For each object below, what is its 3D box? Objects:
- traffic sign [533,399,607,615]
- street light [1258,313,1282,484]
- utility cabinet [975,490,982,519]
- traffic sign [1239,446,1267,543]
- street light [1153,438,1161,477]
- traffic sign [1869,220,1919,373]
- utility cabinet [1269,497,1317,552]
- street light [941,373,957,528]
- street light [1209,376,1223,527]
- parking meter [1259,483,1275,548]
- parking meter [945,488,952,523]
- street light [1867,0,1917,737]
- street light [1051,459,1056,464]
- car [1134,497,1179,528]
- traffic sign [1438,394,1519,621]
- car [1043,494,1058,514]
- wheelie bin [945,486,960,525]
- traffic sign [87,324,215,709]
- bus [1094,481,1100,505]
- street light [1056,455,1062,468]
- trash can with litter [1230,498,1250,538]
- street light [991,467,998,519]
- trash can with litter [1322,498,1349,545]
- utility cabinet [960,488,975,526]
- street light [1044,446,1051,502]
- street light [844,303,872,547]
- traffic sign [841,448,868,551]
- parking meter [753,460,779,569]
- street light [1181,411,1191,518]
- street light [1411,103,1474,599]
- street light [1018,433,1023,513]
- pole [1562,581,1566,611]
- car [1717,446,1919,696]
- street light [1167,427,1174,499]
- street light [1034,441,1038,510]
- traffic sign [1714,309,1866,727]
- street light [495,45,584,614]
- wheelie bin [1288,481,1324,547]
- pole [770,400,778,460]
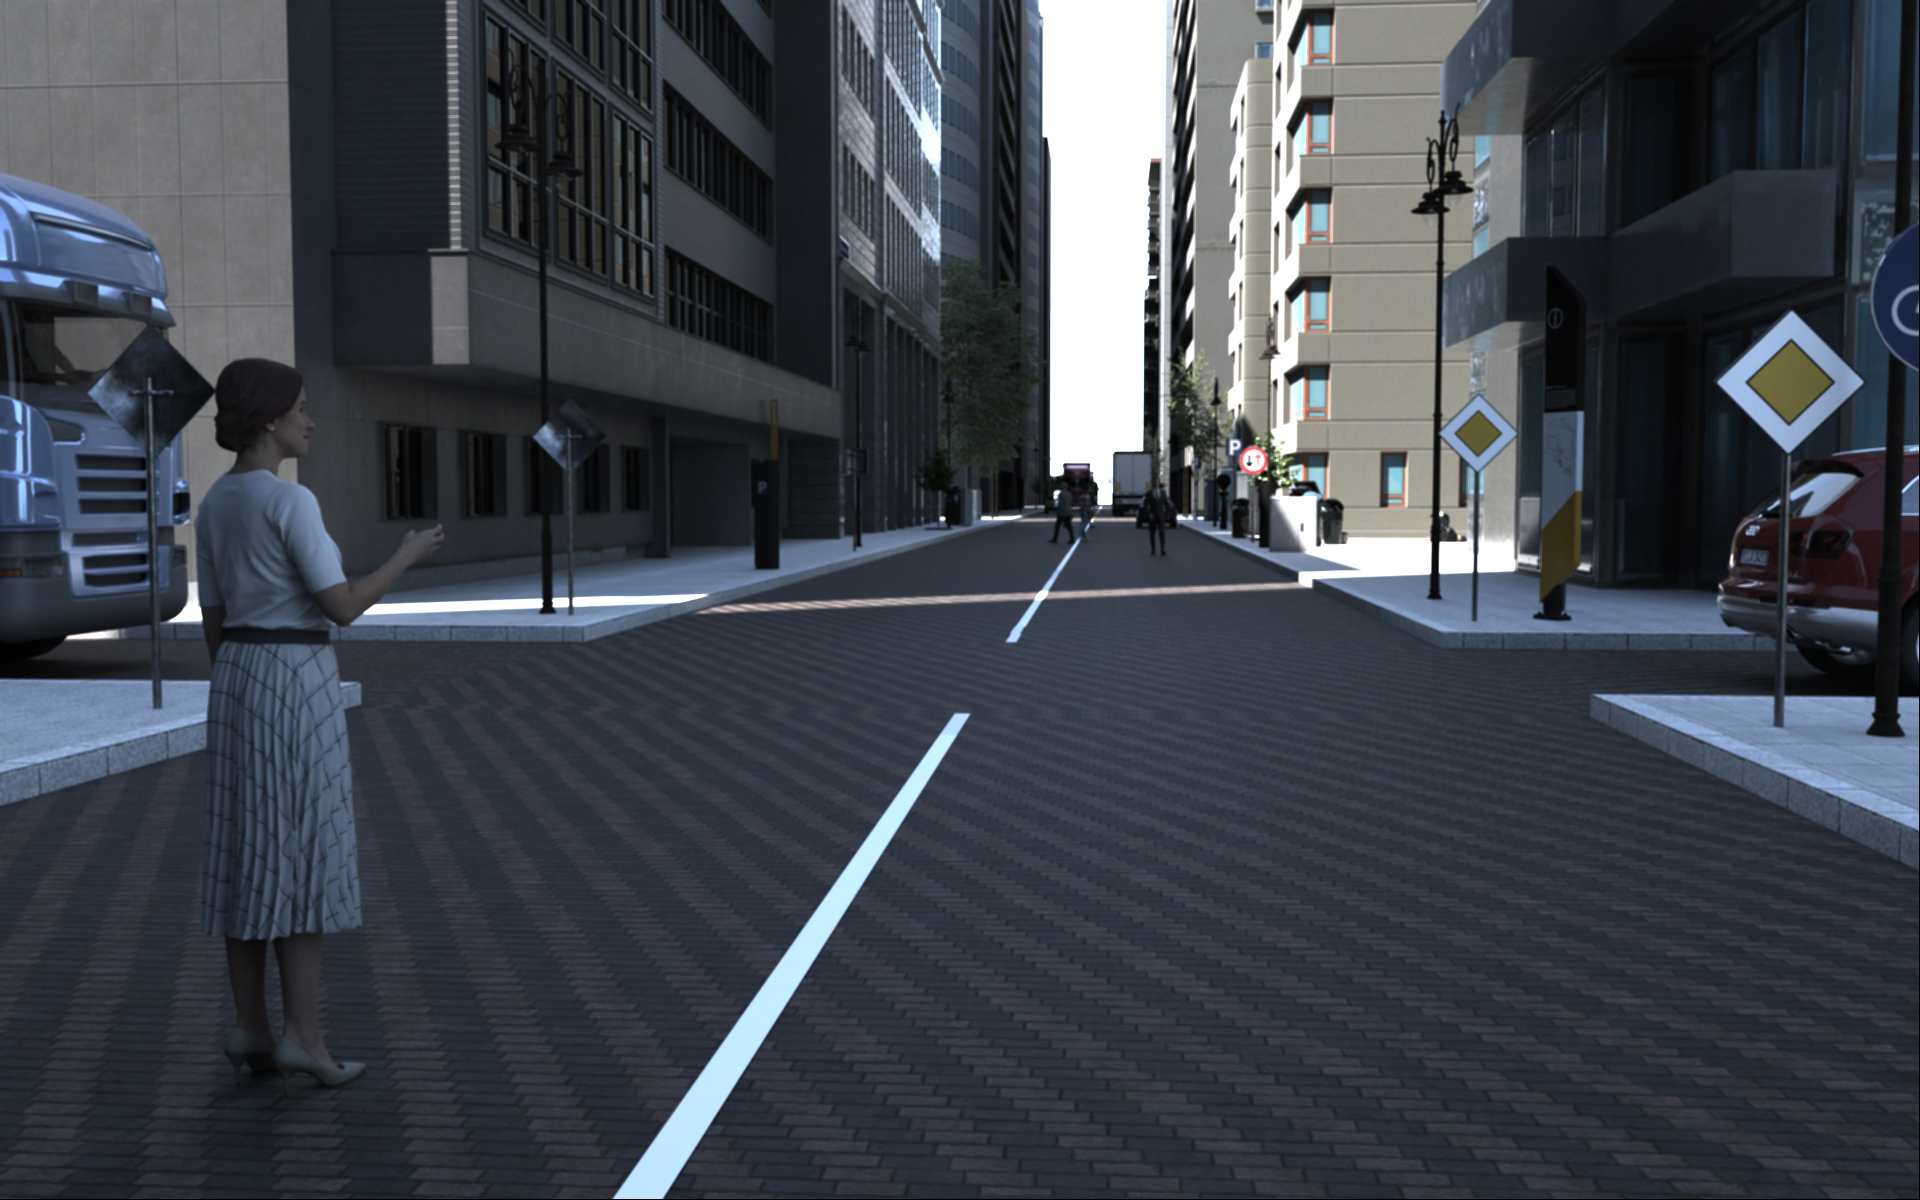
[{"bbox_3d":[-4.112,-0.894,18.259,0.795,2.450,0.064,0,4,5],"label":"traffic sign"},{"bbox_3d":[7.950,-4.387,44.519,0.468,5.910,1.993,0,4,5],"label":"street light"},{"bbox_3d":[0.623,-4.798,87.122,0.318,1.500,1.173,-2,4,-34],"label":"utility cabinet"},{"bbox_3d":[7.757,-2.794,45.781,0.768,2.556,0.104,1,4,14],"label":"traffic sign"},{"bbox_3d":[16.430,-10.434,143.388,0.468,5.910,1.993,0,4,5],"label":"street light"},{"bbox_3d":[4.472,-0.472,7.817,0.768,2.556,0.104,1,4,9],"label":"traffic sign"},{"bbox_3d":[7.377,-1.665,38.378,1.020,1.237,0.306,0,4,8],"label":"utility cabinet"},{"bbox_3d":[-0.424,-5.708,66.111,0.468,5.910,1.993,0,4,5],"label":"street light"},{"bbox_3d":[10.039,-5.825,68.024,0.468,5.910,1.993,0,4,5],"label":"street light"},{"bbox_3d":[7.378,-2.029,41.587,0.372,1.533,0.369,0,3,0],"label":"parking meter"},{"bbox_3d":[-0.481,-4.132,75.977,0.372,1.533,0.369,0,3,0],"label":"parking meter"},{"bbox_3d":[4.928,-2.217,9.043,0.468,5.910,1.993,0,4,5],"label":"street light"},{"bbox_3d":[9.294,-12.550,177.976,0.468,5.910,1.993,0,4,5],"label":"street light"},{"bbox_3d":[8.443,-3.788,74.517,1.945,1.354,3.894,0,4,6],"label":"car"},{"bbox_3d":[5.196,-0.844,17.436,0.795,2.450,0.064,0,4,5],"label":"traffic sign"},{"bbox_3d":[7.199,-7.326,128.580,1.959,1.807,4.718,0,4,5],"label":"car"},{"bbox_3d":[-0.185,-3.881,71.360,0.693,1.594,0.980,-1,4,-23],"label":"wheelie bin"},{"bbox_3d":[-4.800,-0.407,10.303,0.795,2.450,0.064,0,4,5],"label":"traffic sign"},{"bbox_3d":[17.816,-14.915,238.712,2.948,3.499,13.247,0,4,5],"label":"bus"},{"bbox_3d":[11.291,-13.996,201.615,0.468,5.910,1.993,0,4,5],"label":"street light"},{"bbox_3d":[8.153,-2.415,50.876,0.624,1.170,1.055,0,4,-1],"label":"trash can with litter"},{"bbox_3d":[2.003,-7.459,94.745,0.468,5.910,1.993,0,4,5],"label":"street light"},{"bbox_3d":[9.495,-1.997,44.032,0.624,1.170,1.055,2,4,30],"label":"trash can with litter"},{"bbox_3d":[0.256,-3.680,68.852,0.318,1.500,1.173,-1,4,-8],"label":"utility cabinet"},{"bbox_3d":[8.203,-11.832,166.242,0.468,5.910,1.993,0,4,5],"label":"street light"},{"bbox_3d":[-2.468,-4.232,41.973,0.468,5.910,1.993,0,4,5],"label":"street light"},{"bbox_3d":[-2.357,-2.237,38.703,0.606,2.300,0.079,1,4,10],"label":"traffic sign"},{"bbox_3d":[-3.310,-1.460,29.581,0.399,1.863,0.255,2,4,28],"label":"parking meter"},{"bbox_3d":[12.481,-7.550,96.237,0.468,5.910,1.993,0,4,5],"label":"street light"},{"bbox_3d":[5.809,-2.950,21.019,0.468,5.910,1.993,0,4,5],"label":"street light"},{"bbox_3d":[4.156,-8.935,118.879,0.468,5.910,1.993,0,4,5],"label":"street light"},{"bbox_3d":[6.592,-1.539,19.009,0.158,3.312,0.155,0,3,0],"label":"pole"},{"bbox_3d":[8.423,-0.243,12.644,5.304,1.827,2.281,0,4,5],"label":"car"},{"bbox_3d":[14.545,-8.996,119.866,0.468,5.910,1.993,0,4,5],"label":"street light"},{"bbox_3d":[6.267,-10.384,142.560,0.468,5.910,1.993,0,4,5],"label":"street light"},{"bbox_3d":[4.508,-0.357,9.481,0.795,2.450,0.064,0,4,5],"label":"traffic sign"},{"bbox_3d":[-4.436,-2.793,18.458,0.468,5.910,1.993,0,4,5],"label":"street light"},{"bbox_3d":[8.342,-2.075,41.838,0.693,1.594,0.980,-3,5,-39],"label":"wheelie bin"},{"bbox_3d":[-4.033,-2.678,37.633,0.158,3.312,0.155,0,3,0],"label":"pole"}]
